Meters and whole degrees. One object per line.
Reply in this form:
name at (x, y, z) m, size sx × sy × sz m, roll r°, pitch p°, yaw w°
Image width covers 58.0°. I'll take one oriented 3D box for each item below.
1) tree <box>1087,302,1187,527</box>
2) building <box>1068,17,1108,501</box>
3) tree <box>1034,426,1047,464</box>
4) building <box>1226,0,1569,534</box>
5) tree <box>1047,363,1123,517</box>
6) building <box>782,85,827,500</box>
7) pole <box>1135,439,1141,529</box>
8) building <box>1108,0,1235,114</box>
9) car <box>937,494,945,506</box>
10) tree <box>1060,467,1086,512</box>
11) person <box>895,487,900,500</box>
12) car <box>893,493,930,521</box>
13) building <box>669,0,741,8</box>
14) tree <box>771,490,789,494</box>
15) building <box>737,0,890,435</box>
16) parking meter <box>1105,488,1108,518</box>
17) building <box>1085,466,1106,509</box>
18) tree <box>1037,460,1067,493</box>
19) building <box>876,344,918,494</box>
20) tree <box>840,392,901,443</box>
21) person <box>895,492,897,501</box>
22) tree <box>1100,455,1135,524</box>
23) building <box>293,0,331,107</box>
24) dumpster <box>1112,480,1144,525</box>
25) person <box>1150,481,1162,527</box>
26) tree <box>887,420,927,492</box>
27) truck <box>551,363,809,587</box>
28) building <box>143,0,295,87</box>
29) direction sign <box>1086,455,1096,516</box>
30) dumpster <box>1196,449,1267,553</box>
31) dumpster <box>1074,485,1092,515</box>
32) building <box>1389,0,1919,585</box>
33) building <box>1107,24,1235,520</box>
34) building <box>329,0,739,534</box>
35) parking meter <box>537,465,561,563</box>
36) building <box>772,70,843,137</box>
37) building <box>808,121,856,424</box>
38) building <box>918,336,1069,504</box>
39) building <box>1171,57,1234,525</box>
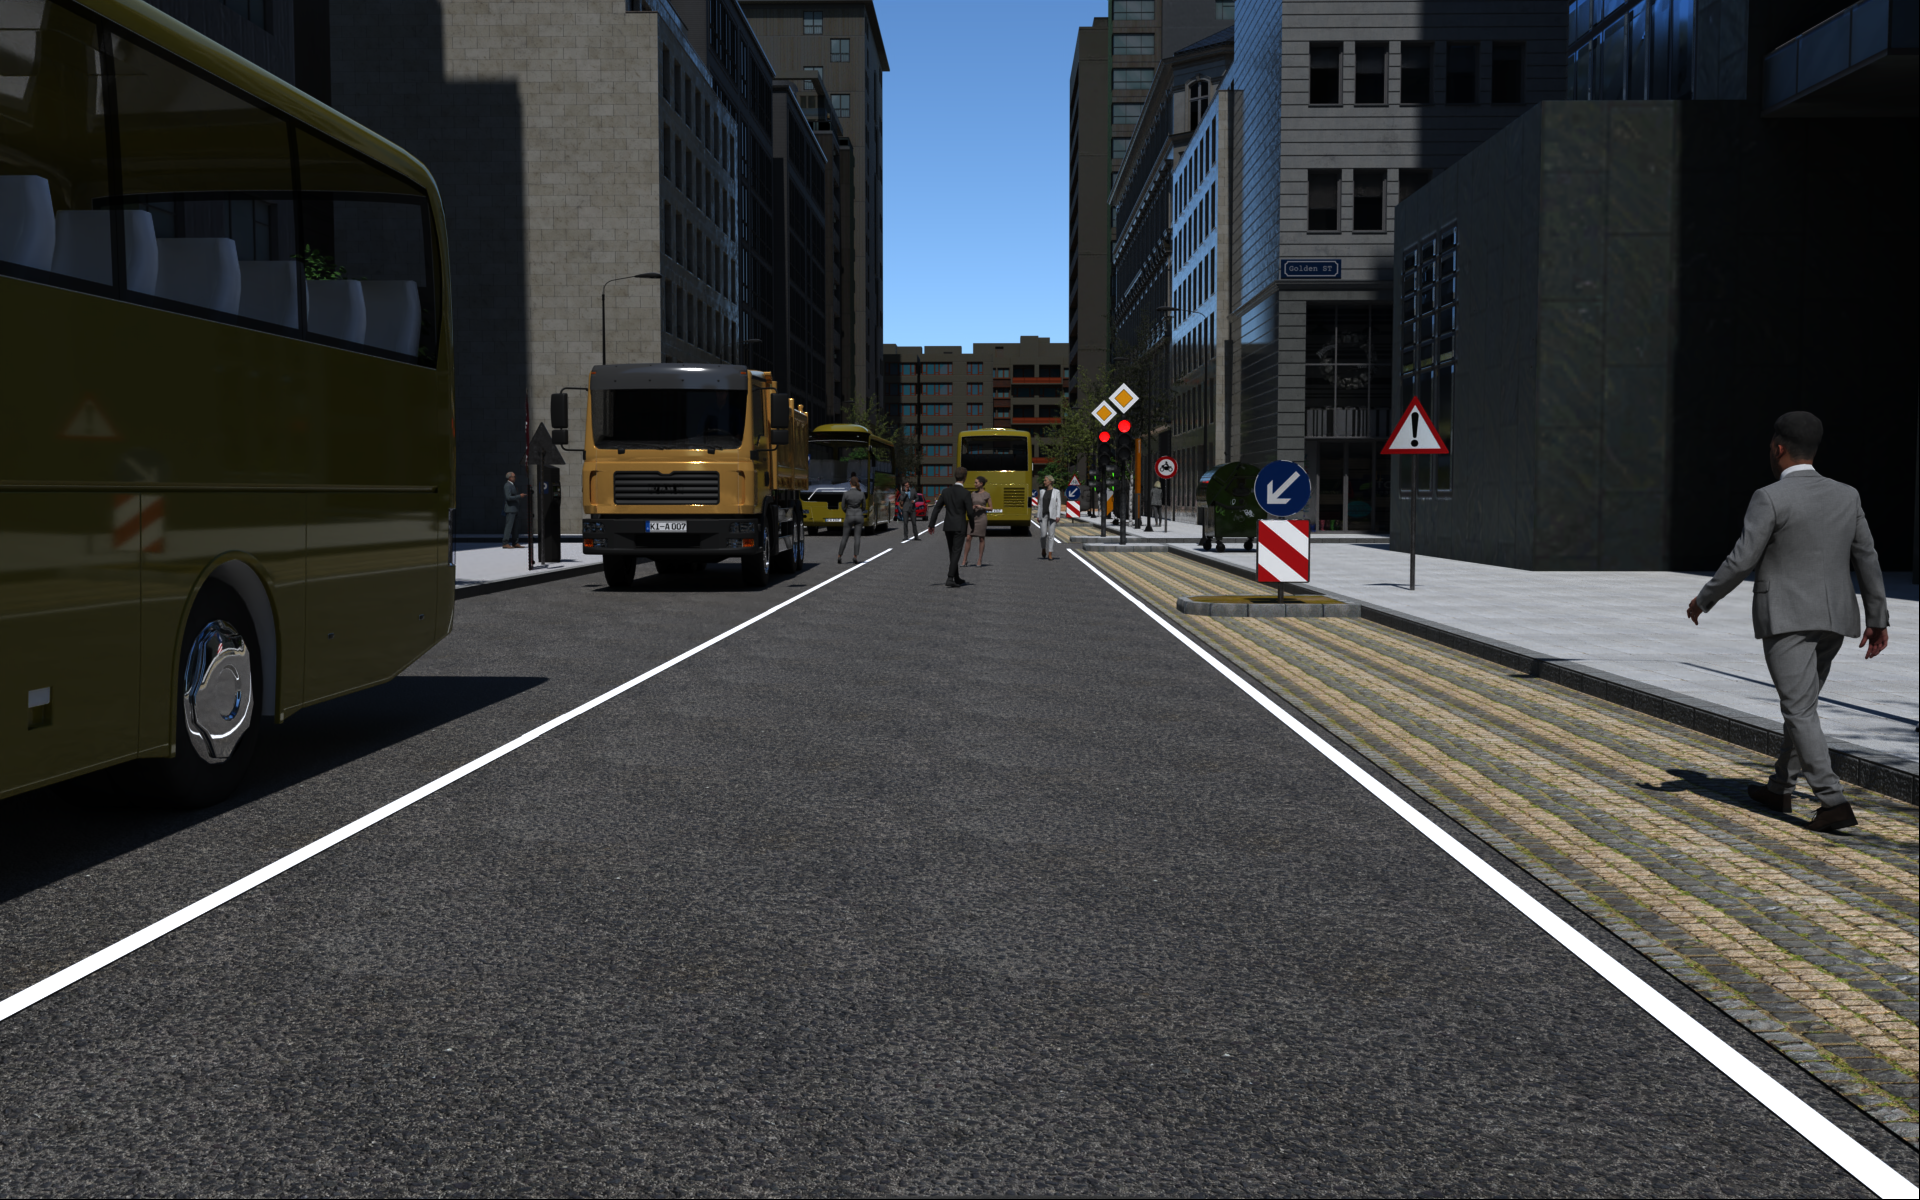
tree at (6.691, -7.147, 67.219) m, size 4.360 × 8.622 × 3.978 m, roll 0°, pitch 3°, yaw 0°
building at (22.039, -33.646, 173.813) m, size 21.300 × 48.544 × 21.600 m, roll 0°, pitch 4°, yaw 1°
tree at (8.134, -11.231, 133.993) m, size 4.737 × 8.622 × 4.395 m, roll 0°, pitch 3°, yaw 0°
building at (24.782, -17.194, 58.609) m, size 29.804 × 29.767 × 11.434 m, roll 0°, pitch 4°, yaw 1°
tree at (7.535, -8.934, 96.430) m, size 4.737 × 8.622 × 4.395 m, roll 0°, pitch 3°, yaw 0°
building at (-16.443, -19.244, 108.148) m, size 14.314 × 27.812 × 24.014 m, roll 0°, pitch 4°, yaw 1°
pole at (6.559, -4.282, 63.853) m, size 0.158 × 3.312 × 0.155 m, roll 0°, pitch 3°, yaw 0°
building at (18.420, -27.636, 135.446) m, size 14.154 × 41.232 × 14.086 m, roll 0°, pitch 4°, yaw 1°
car at (-1.630, -10.696, 185.104) m, size 2.015 × 1.641 × 3.980 m, roll 0°, pitch 4°, yaw 1°
tree at (8.268, -7.891, 123.621) m, size 1.663 × 3.219 × 1.824 m, roll 0°, pitch 3°, yaw 0°
person at (-5.109, -8.288, 141.494) m, size 0.705 × 1.831 × 1.348 m, roll 1°, pitch 4°, yaw 10°
car at (-2.653, -5.174, 93.632) m, size 2.155 × 1.783 × 4.494 m, roll 0°, pitch 4°, yaw 1°
building at (-17.379, -17.754, 83.777) m, size 14.314 × 27.812 × 24.014 m, roll 0°, pitch 4°, yaw 1°
tree at (-6.942, -4.373, 66.098) m, size 1.663 × 3.219 × 1.824 m, roll 0°, pitch 3°, yaw 0°
building at (-22.081, -36.497, 185.960) m, size 27.495 × 52.752 × 28.713 m, roll 0°, pitch 4°, yaw 1°
parking meter at (7.831, -5.348, 93.155) m, size 0.399 × 1.863 × 0.255 m, roll -3°, pitch 5°, yaw -41°
building at (21.934, -43.658, 152.053) m, size 20.563 × 71.187 × 20.611 m, roll 0°, pitch 4°, yaw 1°
tree at (8.759, -10.709, 158.812) m, size 4.285 × 4.588 × 4.351 m, roll 0°, pitch 3°, yaw 0°
building at (-19.438, -23.426, 228.059) m, size 28.899 × 21.520 × 27.650 m, roll 0°, pitch 4°, yaw 1°
tree at (-6.628, -10.619, 123.984) m, size 4.737 × 8.622 × 4.395 m, roll 0°, pitch 3°, yaw 0°
person at (-6.596, -10.386, 175.955) m, size 0.705 × 1.812 × 1.348 m, roll 3°, pitch 5°, yaw 41°
tree at (7.062, -4.956, 75.638) m, size 1.663 × 3.219 × 1.824 m, roll 0°, pitch 3°, yaw 0°
building at (-33.572, -16.060, 59.847) m, size 25.104 × 27.353 × 12.463 m, roll 0°, pitch 4°, yaw 1°
dumpster at (6.939, -4.019, 71.469) m, size 1.264 × 1.857 × 1.865 m, roll 0°, pitch 4°, yaw 1°
person at (7.665, -3.769, 67.847) m, size 0.537 × 1.800 × 0.526 m, roll 0°, pitch 4°, yaw -8°
tree at (-5.422, -13.830, 176.475) m, size 4.360 × 8.622 × 3.978 m, roll 0°, pitch 3°, yaw 0°
truck at (-4.215, -2.015, 28.866) m, size 3.469 × 3.379 × 9.791 m, roll 0°, pitch 3°, yaw 0°
building at (-21.507, -21.385, 33.245) m, size 14.086 × 41.232 × 14.154 m, roll 0°, pitch 4°, yaw 1°
direction sign at (7.611, -6.645, 100.644) m, size 0.379 × 3.537 × 0.876 m, roll -2°, pitch 4°, yaw -31°
dumpster at (6.118, -2.206, 38.569) m, size 1.502 × 2.255 × 1.985 m, roll 0°, pitch 4°, yaw 1°
dumpster at (7.499, -6.182, 106.829) m, size 1.264 × 1.857 × 1.865 m, roll 0°, pitch 4°, yaw 1°
building at (20.562, -43.317, 20.906) m, size 22.319 × 86.520 × 31.000 m, roll 0°, pitch 4°, yaw 1°
building at (18.748, -20.050, 104.232) m, size 17.030 × 29.872 × 44.131 m, roll 0°, pitch 4°, yaw 1°
building at (-14.533, -12.760, 63.371) m, size 10.420 × 20.320 × 16.860 m, roll 0°, pitch 4°, yaw 1°
parking meter at (-7.709, -1.639, 32.506) m, size 0.399 × 1.863 × 0.255 m, roll 2°, pitch 4°, yaw 28°
building at (-23.621, -28.220, 153.284) m, size 32.217 × 40.220 × 23.993 m, roll 0°, pitch 4°, yaw 1°
building at (-15.693, -22.183, 134.396) m, size 14.160 × 30.474 × 14.107 m, roll 0°, pitch 4°, yaw 1°
building at (9.836, -23.349, 226.790) m, size 28.899 × 21.520 × 27.650 m, roll 0°, pitch 4°, yaw 1°
building at (15.092, -13.394, 73.748) m, size 10.420 × 20.320 × 16.860 m, roll 0°, pitch 4°, yaw 1°
